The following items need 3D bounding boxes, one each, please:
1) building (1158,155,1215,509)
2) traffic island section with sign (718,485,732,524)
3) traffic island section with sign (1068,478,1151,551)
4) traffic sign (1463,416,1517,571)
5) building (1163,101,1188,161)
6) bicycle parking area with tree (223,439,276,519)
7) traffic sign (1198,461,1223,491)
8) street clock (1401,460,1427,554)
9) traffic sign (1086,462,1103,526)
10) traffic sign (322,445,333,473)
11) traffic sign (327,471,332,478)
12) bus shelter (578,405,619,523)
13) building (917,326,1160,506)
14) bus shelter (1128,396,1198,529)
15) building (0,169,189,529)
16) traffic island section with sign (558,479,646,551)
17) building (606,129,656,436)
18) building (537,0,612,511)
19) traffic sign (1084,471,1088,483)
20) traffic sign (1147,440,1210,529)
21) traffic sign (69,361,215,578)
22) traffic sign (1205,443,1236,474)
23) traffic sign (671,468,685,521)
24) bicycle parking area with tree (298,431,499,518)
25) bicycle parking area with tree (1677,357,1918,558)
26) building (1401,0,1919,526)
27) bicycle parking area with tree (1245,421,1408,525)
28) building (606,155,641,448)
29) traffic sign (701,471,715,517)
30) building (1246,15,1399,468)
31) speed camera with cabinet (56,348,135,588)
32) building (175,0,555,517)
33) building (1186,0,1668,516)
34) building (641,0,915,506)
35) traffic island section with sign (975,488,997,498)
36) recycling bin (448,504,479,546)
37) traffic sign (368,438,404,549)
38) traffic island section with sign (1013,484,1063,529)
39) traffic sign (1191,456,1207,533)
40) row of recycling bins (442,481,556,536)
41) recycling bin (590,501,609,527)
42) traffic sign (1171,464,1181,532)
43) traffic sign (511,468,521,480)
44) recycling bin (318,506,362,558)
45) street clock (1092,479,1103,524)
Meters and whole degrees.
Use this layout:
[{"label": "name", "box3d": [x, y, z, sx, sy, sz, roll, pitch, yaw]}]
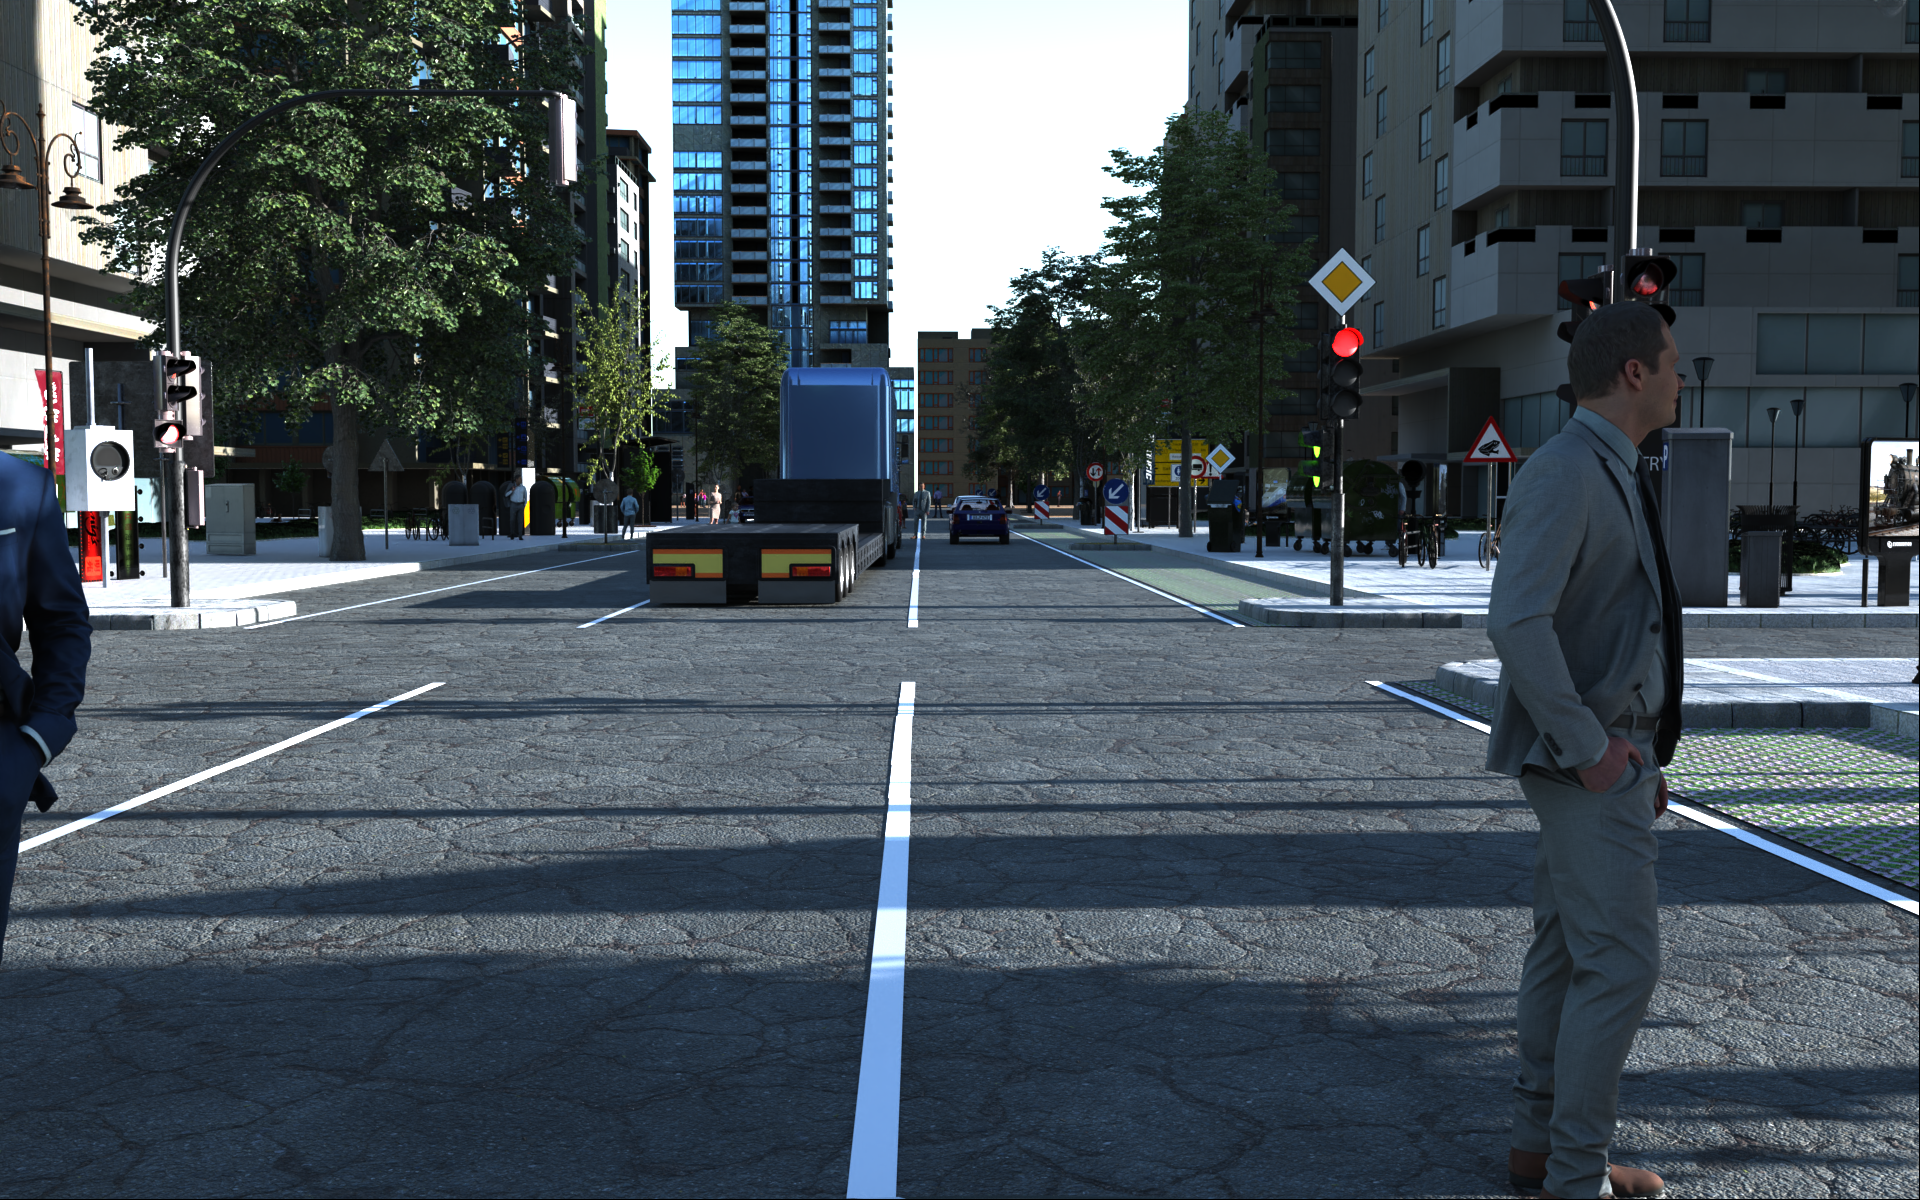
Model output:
[{"label": "building", "box3d": [24.126, -23.168, 150.500, 14.160, 30.474, 14.107, 0, 4, -1]}, {"label": "traffic island section with sign", "box3d": [-9.675, -3.829, 71.235, 1.989, 1.847, 2.006, 0, 4, -1]}, {"label": "traffic island section with sign", "box3d": [3.823, -2.198, 44.559, 1.989, 1.847, 2.006, 0, 4, -1]}, {"label": "traffic sign", "box3d": [8.824, -1.766, 28.879, 0.884, 2.594, 0.081, 0, 4, 5]}, {"label": "building", "box3d": [31.414, -33.628, 199.927, 14.200, 45.320, 14.600, 0, 4, -1]}, {"label": "bicycle parking area with tree", "box3d": [-40.506, -6.264, 89.416, 8.231, 4.147, 9.016, 1, 4, 15]}, {"label": "traffic sign", "box3d": [8.597, -3.639, 59.496, 0.884, 2.594, 0.081, 0, 4, 3]}, {"label": "street clock", "box3d": [9.659, -1.977, 36.890, 0.471, 2.002, 0.358, 2, 4, 35]}, {"label": "traffic sign", "box3d": [5.460, -4.253, 69.637, 0.768, 2.556, 0.104, 0, 4, 2]}, {"label": "traffic sign", "box3d": [-15.870, -2.690, 44.089, 0.768, 2.556, 0.104, 0, 4, 4]}, {"label": "traffic sign", "box3d": [-15.854, -2.575, 44.234, 0.606, 2.300, 0.079, 0, 4, 2]}, {"label": "bus shelter", "box3d": [-16.105, -6.290, 80.478, 2.179, 5.291, 8.768, 0, 4, -1]}, {"label": "building", "box3d": [9.401, -22.134, 206.924, 28.899, 21.520, 27.650, 0, 4, -1]}, {"label": "bus shelter", "box3d": [7.685, -5.550, 68.372, 2.179, 5.291, 8.768, 0, 4, -1]}, {"label": "building", "box3d": [-41.785, -28.504, 55.277, 28.713, 52.752, 27.495, 0, 4, -1]}, {"label": "traffic island section with sign", "box3d": [-9.089, -2.181, 44.286, 1.989, 1.847, 2.006, 0, 4, -1]}, {"label": "building", "box3d": [-50.788, -33.459, 201.678, 28.867, 44.769, 22.147, 0, 4, -1]}, {"label": "building", "box3d": [-34.633, -27.318, 130.241, 14.154, 41.232, 14.086, 0, 4, -1]}, {"label": "traffic sign", "box3d": [6.455, -5.630, 92.164, 0.768, 2.556, 0.104, 0, 4, 3]}, {"label": "traffic sign", "box3d": [8.032, -4.272, 63.722, 2.265, 3.308, 0.079, 1, 4, 8]}, {"label": "traffic sign", "box3d": [-12.527, -1.997, 26.527, 2.265, 3.308, 0.079, 0, 4, 5]}, {"label": "traffic sign", "box3d": [6.726, -2.746, 44.633, 0.795, 2.593, 0.064, 0, 4, 5]}, {"label": "traffic sign", "box3d": [-13.691, -5.123, 83.871, 0.768, 2.556, 0.104, 0, 4, 8]}, {"label": "bicycle parking area with tree", "box3d": [-25.076, -5.525, 77.335, 8.231, 4.147, 9.016, -2, 4, -24]}, {"label": "bicycle parking area with tree", "box3d": [16.205, -3.181, 39.012, 9.016, 4.147, 8.231, 2, 4, 30]}, {"label": "building", "box3d": [35.165, -30.070, 80.879, 28.713, 52.752, 27.495, 0, 4, -1]}, {"label": "bicycle parking area with tree", "box3d": [14.180, -5.150, 71.211, 9.016, 4.147, 8.231, 1, 4, 21]}, {"label": "building", "box3d": [-35.314, -23.156, 150.294, 14.107, 30.474, 14.160, 0, 4, -1]}, {"label": "traffic sign", "box3d": [-13.748, -5.797, 94.786, 0.884, 2.594, 0.081, 0, 4, 8]}, {"label": "building", "box3d": [24.884, -20.618, 108.800, 14.160, 30.474, 14.107, 0, 4, -1]}, {"label": "speed camera with cabinet", "box3d": [-12.042, -1.748, 22.910, 0.660, 3.252, 2.038, 2, 4, 34]}, {"label": "building", "box3d": [-37.906, -27.767, 108.618, 22.147, 44.769, 28.867, 0, 4, -1]}, {"label": "building", "box3d": [32.297, -33.025, 129.204, 28.713, 52.752, 27.495, 0, 4, -1]}, {"label": "building", "box3d": [-20.866, -54.347, 201.250, 31.000, 86.520, 22.319, 0, 4, -1]}, {"label": "traffic island section with sign", "box3d": [2.132, -6.933, 121.989, 1.989, 1.847, 2.006, 0, 4, -1]}, {"label": "recycling bin", "box3d": [-12.413, -1.881, 43.309, 0.722, 1.027, 0.722, -1, 4, -17]}, {"label": "traffic sign", "box3d": [-13.316, -2.457, 40.168, 0.884, 2.594, 0.081, 0, 4, 7]}, {"label": "traffic island section with sign", "box3d": [3.225, -3.866, 71.832, 1.989, 1.847, 2.006, 0, 4, -1]}, {"label": "traffic sign", "box3d": [7.806, -3.511, 57.513, 0.768, 2.556, 0.104, 0, 4, 5]}, {"label": "row of recycling bins", "box3d": [-14.357, -2.862, 53.908, 3.534, 1.692, 1.069, 0, 4, -1]}, {"label": "recycling bin", "box3d": [-14.051, -3.374, 67.720, 0.722, 1.027, 0.722, -1, 4, -20]}, {"label": "traffic sign", "box3d": [7.416, -3.448, 58.509, 0.606, 2.300, 0.079, 0, 4, 1]}, {"label": "traffic sign", "box3d": [-16.085, -3.894, 63.668, 0.884, 2.594, 0.081, 0, 4, 7]}, {"label": "recycling bin", "box3d": [-12.683, -1.399, 35.436, 0.722, 1.027, 0.722, -2, 4, -32]}, {"label": "street clock", "box3d": [5.961, -4.303, 74.920, 0.358, 2.002, 0.471, -3, 4, -38]}]
